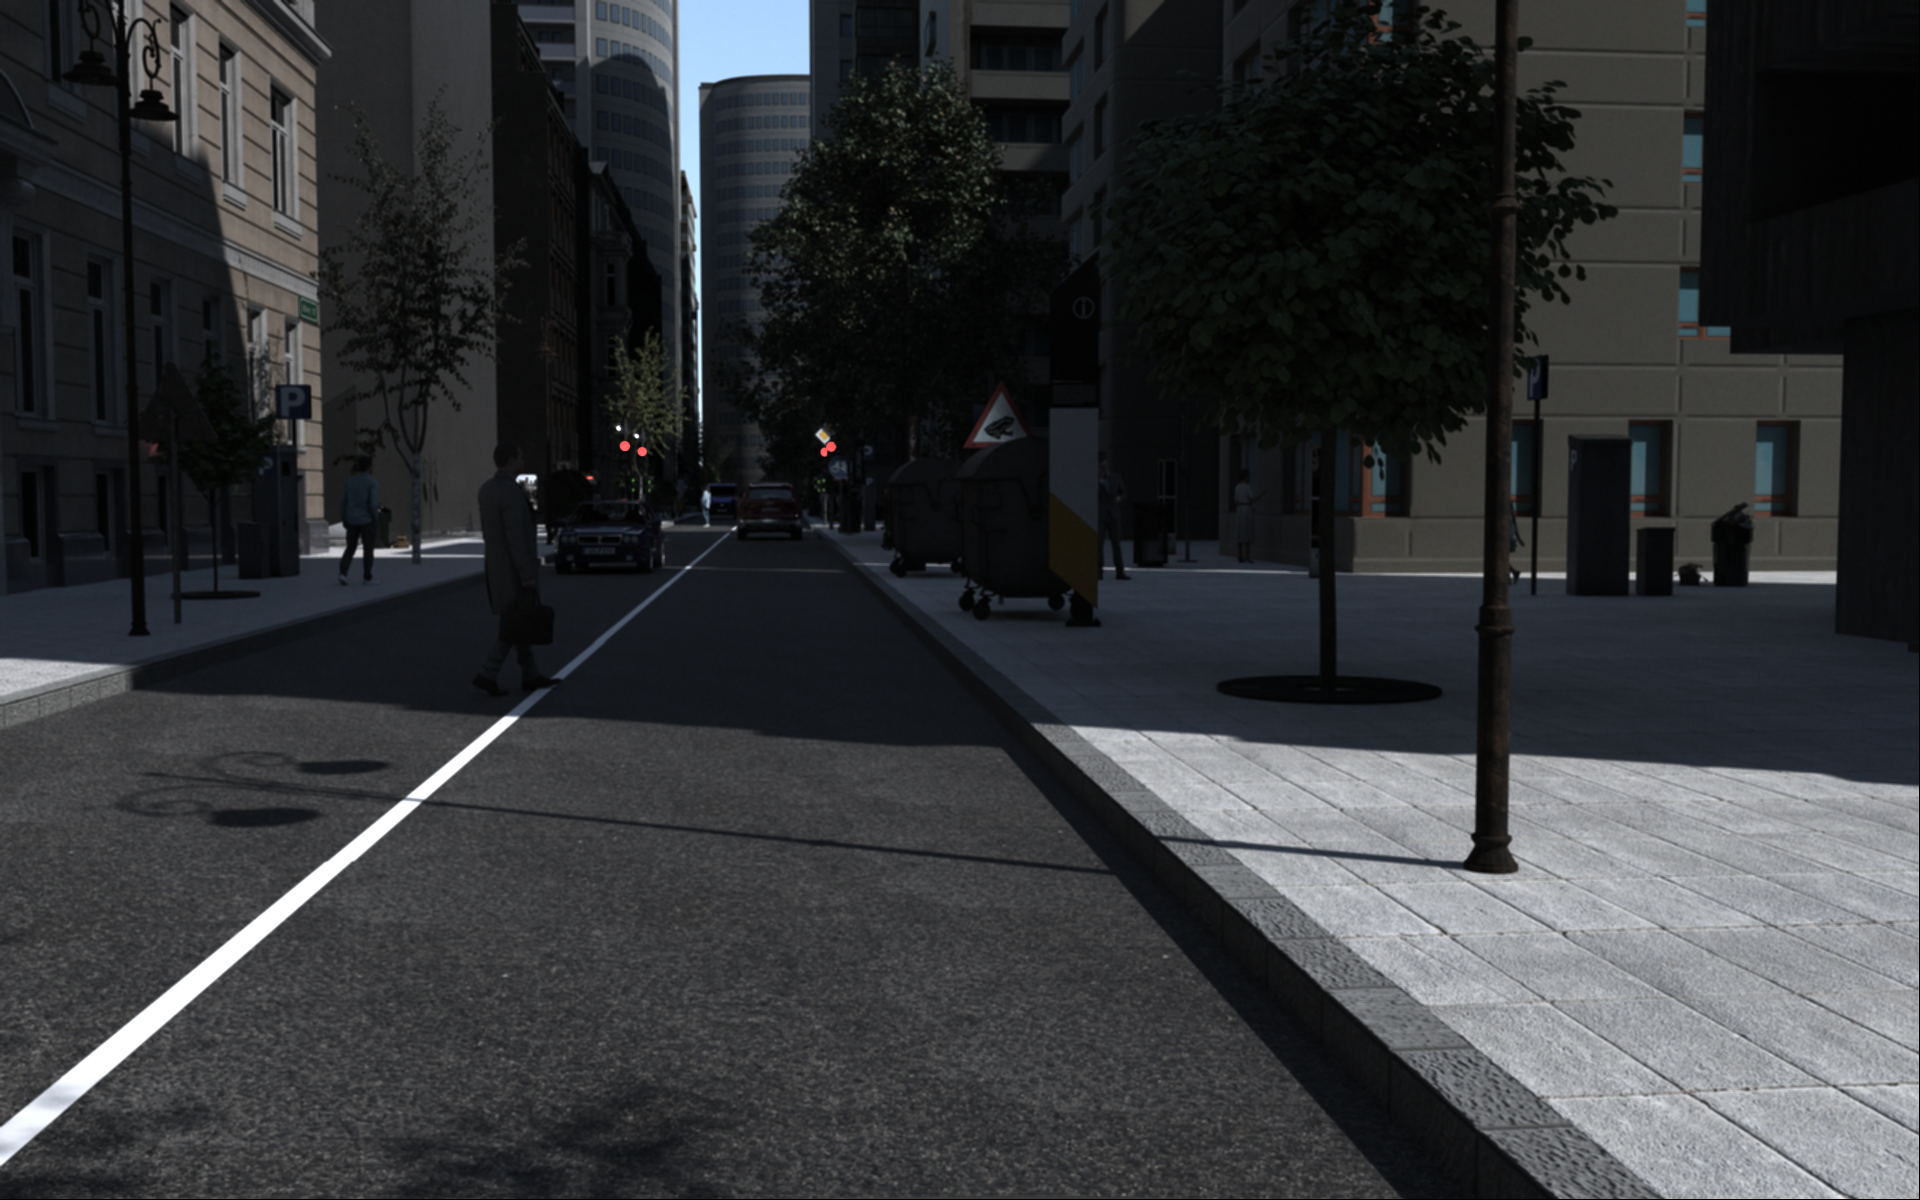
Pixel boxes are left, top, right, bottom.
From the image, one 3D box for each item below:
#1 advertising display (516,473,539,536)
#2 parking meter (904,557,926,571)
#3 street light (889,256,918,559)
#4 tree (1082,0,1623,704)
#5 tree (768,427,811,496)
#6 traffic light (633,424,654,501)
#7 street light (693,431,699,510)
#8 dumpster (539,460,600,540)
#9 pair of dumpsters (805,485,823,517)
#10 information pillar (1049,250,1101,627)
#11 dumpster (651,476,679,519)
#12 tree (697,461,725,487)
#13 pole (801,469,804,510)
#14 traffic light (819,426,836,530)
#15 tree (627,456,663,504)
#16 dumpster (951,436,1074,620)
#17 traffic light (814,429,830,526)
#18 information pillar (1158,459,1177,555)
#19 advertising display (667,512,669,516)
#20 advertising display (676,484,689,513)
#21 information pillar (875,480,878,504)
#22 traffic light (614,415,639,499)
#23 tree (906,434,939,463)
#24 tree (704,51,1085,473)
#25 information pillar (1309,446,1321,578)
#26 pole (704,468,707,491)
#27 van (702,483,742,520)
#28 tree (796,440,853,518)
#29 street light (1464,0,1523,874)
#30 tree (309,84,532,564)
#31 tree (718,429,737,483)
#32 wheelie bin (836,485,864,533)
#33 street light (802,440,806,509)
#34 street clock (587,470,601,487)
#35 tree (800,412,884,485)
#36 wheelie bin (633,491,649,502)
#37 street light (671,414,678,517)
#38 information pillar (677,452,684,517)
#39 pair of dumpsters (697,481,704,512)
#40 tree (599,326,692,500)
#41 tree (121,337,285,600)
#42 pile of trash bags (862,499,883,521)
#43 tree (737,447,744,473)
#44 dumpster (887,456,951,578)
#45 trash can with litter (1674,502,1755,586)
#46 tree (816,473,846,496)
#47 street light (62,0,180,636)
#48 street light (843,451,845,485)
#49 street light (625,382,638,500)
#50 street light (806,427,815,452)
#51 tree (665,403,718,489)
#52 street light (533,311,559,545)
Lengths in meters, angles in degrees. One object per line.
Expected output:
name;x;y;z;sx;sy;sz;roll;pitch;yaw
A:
advertising display;-13.400;-2.930;53.114;0.974;1.923;0.123;-3;5;-40
parking meter;-0.756;-1.253;28.890;0.372;1.533;0.369;0;3;0
street light;-1.106;-3.736;33.866;0.468;5.910;1.993;0;4;-6
tree;2.477;-1.677;11.140;4.285;4.588;4.351;0;3;0
tree;-21.041;-18.140;222.339;9.928;11.665;9.643;0;3;0
traffic light;-12.733;-4.938;69.664;0.839;4.253;0.868;0;4;-6
street light;-19.239;-9.411;126.651;0.468;5.910;1.993;0;4;-6
dumpster;-11.038;-2.844;48.987;1.502;2.255;1.985;0;4;-6
pair of dumpsters;-8.113;-5.953;99.822;1.574;2.255;4.437;0;4;-6
information pillar;1.116;-1.552;16.729;0.504;3.616;0.183;0;4;5
dumpster;-15.506;-5.391;90.636;1.502;2.255;1.985;0;4;-6
tree;-26.353;-12.127;181.997;4.285;4.588;4.351;0;3;0
pole;-12.384;-8.684;135.820;0.158;3.312;0.155;0;3;0
traffic light;-4.669;-4.501;62.506;0.839;4.253;0.868;0;4;-6
tree;-14.613;-5.310;81.413;1.663;3.219;1.824;0;3;0
dumpster;0.655;-0.766;18.282;1.264;1.857;1.865;0;4;-6
traffic light;-5.514;-4.986;70.446;0.839;4.253;0.868;0;4;-6
information pillar;4.407;-1.976;36.802;0.304;2.012;0.304;-1;4;-14
advertising display;-17.509;-6.034;103.875;0.123;1.923;0.974;0;4;-5
advertising display;-18.504;-6.754;115.637;0.974;1.923;0.123;2;4;28
information pillar;-4.524;-5.313;91.364;0.304;2.012;0.304;1;4;14
traffic light;-11.888;-4.453;61.724;0.839;4.253;0.868;0;4;-6
tree;-1.098;-3.635;54.033;1.663;3.219;1.824;0;3;0
tree;-1.572;-7.839;45.170;9.611;12.733;9.660;0;3;0
information pillar;5.519;-1.341;26.411;0.304;2.012;0.304;2;4;29
pole;-20.113;-8.749;136.888;0.158;3.312;0.155;0;3;0
van;-13.479;-5.729;98.053;2.240;2.365;5.245;0;4;-8
tree;-7.032;-6.641;92.295;4.285;4.588;4.351;0;3;0
street light;1.818;-2.016;5.753;0.468;5.910;1.993;0;4;-6
tree;-10.013;-4.981;31.800;4.360;8.622;3.978;0;3;0
tree;-21.954;-12.055;147.454;4.360;8.622;3.978;0;3;0
wheelie bin;-3.592;-3.022;57.315;0.980;1.594;0.693;-3;4;-37
street light;-12.964;-10.525;144.873;0.468;5.910;1.993;0;4;-6
street clock;-11.102;-2.929;52.463;0.358;2.002;0.471;-3;5;-44
tree;-5.083;-7.818;78.193;4.737;8.622;4.395;0;3;0
wheelie bin;-16.302;-4.916;88.278;0.980;1.594;0.693;2;4;30
street light;-16.256;-7.692;98.545;0.468;5.910;1.993;0;4;-6
information pillar;-15.523;-6.416;96.262;0.183;3.616;0.504;2;4;28
pair of dumpsters;-18.921;-7.360;122.835;1.574;2.255;4.437;0;4;-6
tree;-14.099;-7.735;76.827;4.737;8.622;4.395;0;3;0
tree;-9.126;-1.641;21.427;1.663;3.219;1.824;0;3;0
pile of trash bags;-3.167;-4.465;82.750;1.912;1.369;3.447;-3;4;-36
tree;-29.735;-16.589;221.591;4.360;8.622;3.978;0;3;0
dumpster;-0.468;-1.314;27.241;1.264;1.857;1.865;0;4;-6
trash can with litter;10.525;-0.784;24.210;1.055;1.170;0.624;2;4;24
tree;-6.285;-5.534;85.082;1.663;3.219;1.824;0;3;0
street light;-7.463;-2.617;15.569;0.468;5.910;1.993;0;4;-6
street light;-4.167;-5.459;62.034;0.468;5.910;1.993;0;4;-6
street light;-13.343;-5.972;70.431;0.468;5.910;1.993;0;4;-6
street light;-9.942;-8.795;116.590;0.468;5.910;1.993;0;4;-6
tree;-21.988;-11.613;140.240;4.360;8.622;3.978;0;3;0
street light;-10.413;-4.340;43.741;0.468;5.910;1.993;0;4;-6
